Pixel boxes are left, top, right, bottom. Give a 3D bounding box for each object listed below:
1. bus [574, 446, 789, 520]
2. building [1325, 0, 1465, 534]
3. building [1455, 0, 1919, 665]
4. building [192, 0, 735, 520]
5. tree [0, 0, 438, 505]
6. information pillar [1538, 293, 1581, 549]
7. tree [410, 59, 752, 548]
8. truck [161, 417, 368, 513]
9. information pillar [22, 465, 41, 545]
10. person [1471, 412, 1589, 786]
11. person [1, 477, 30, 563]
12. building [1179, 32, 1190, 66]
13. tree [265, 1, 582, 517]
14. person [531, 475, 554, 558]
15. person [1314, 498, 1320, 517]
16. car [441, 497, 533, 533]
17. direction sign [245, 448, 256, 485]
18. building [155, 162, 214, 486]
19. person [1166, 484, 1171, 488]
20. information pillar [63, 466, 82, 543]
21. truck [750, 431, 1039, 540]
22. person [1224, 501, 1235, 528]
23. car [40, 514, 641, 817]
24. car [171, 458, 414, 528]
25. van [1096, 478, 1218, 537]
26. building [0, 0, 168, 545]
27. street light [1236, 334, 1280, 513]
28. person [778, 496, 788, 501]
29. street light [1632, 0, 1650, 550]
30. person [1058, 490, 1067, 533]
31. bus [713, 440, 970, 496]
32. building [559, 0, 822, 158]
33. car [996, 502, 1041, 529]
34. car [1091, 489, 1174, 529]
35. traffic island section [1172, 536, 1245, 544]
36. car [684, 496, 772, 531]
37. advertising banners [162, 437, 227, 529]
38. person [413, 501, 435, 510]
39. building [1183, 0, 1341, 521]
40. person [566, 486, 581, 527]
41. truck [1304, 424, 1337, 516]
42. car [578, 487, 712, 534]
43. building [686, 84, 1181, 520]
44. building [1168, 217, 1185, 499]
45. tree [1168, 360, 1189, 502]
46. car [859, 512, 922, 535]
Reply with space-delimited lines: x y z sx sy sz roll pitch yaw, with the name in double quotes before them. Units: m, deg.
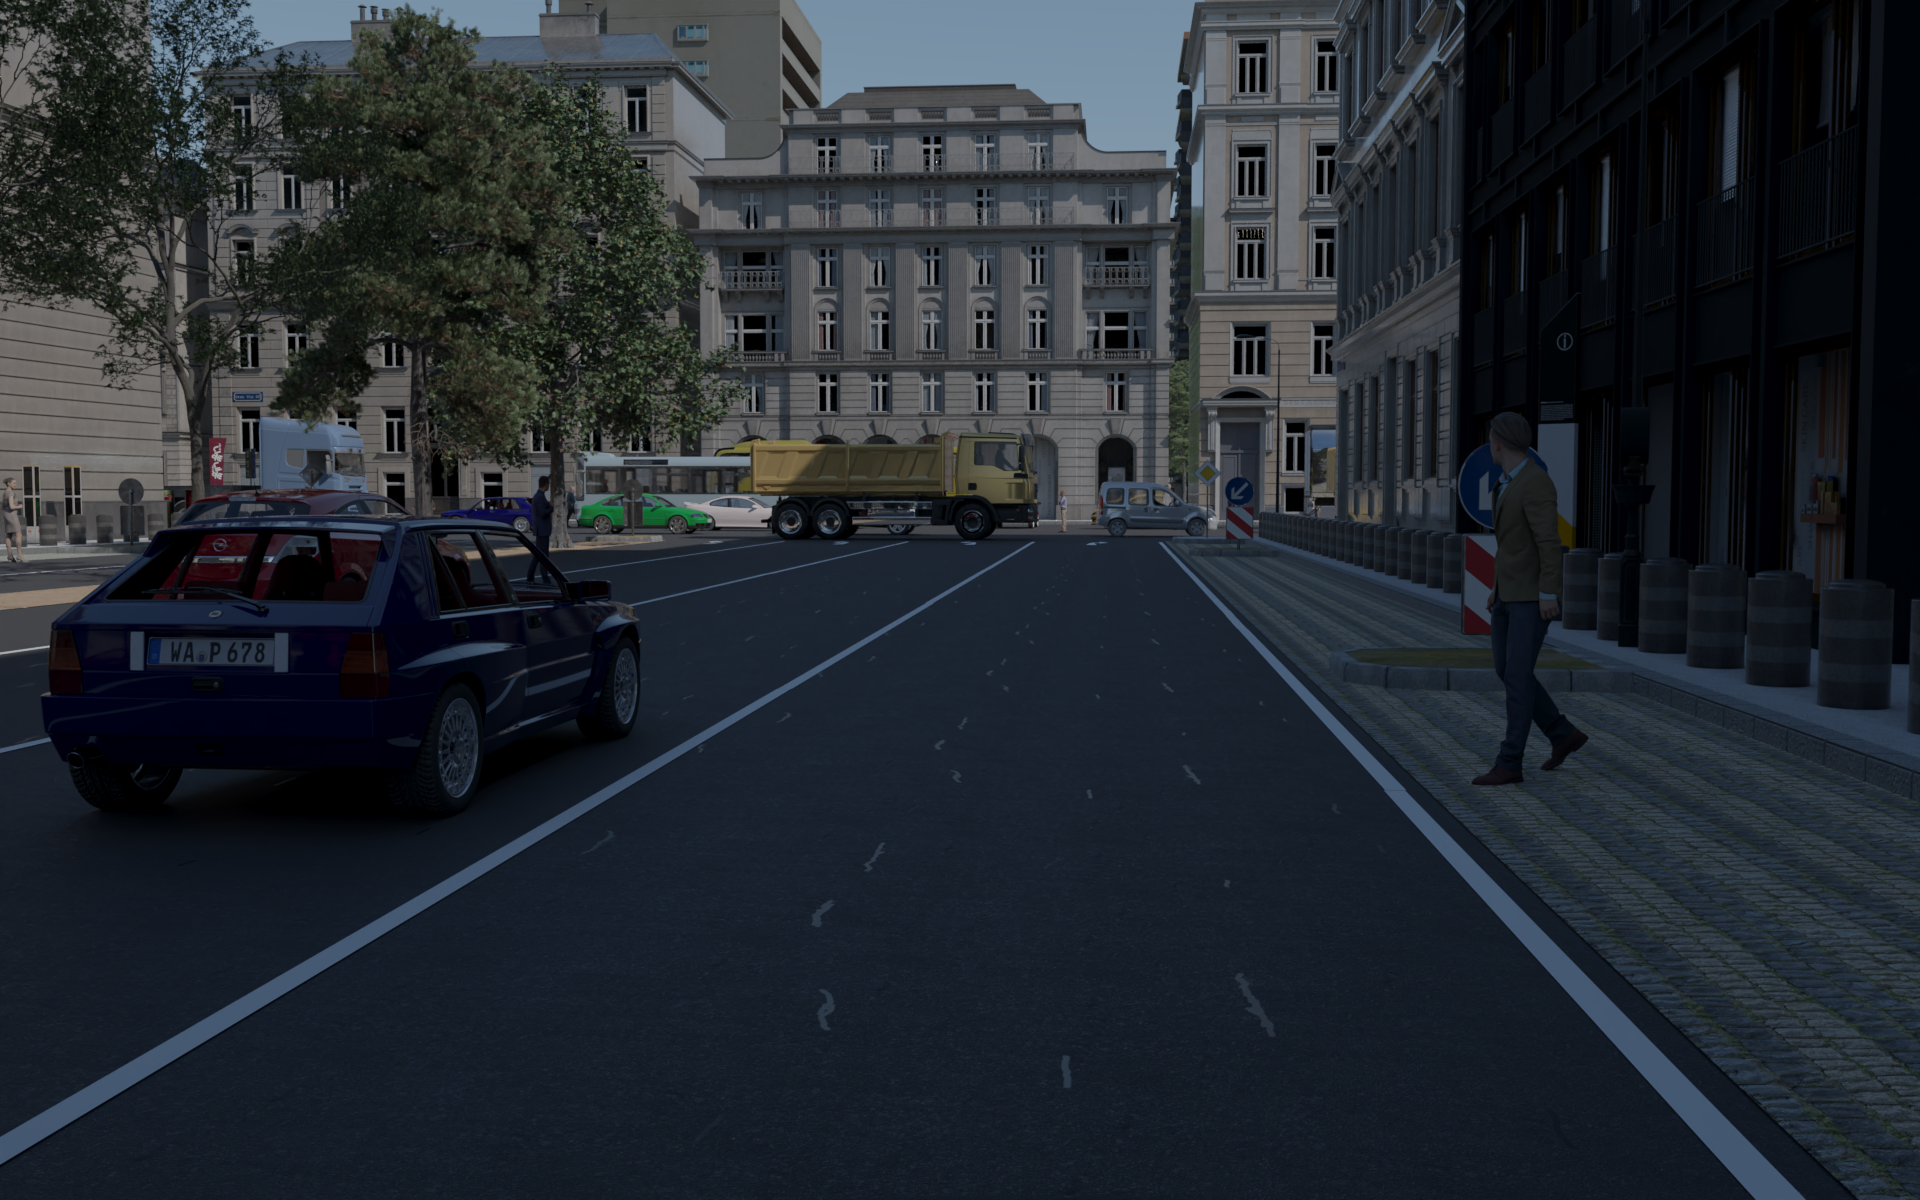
"bus" -10.191 -4.748 72.486 13.247 3.499 2.948 0 4 4
"building" 14.725 -12.352 38.120 11.583 22.565 21.152 0 4 5
"building" 13.640 -11.620 19.661 12.332 23.373 15.834 0 4 5
"building" -25.633 -18.048 92.351 25.104 27.353 12.463 0 4 5
"tree" -12.373 -5.597 28.381 8.767 10.594 7.601 0 4 5
"information pillar" 7.070 -1.779 20.448 0.183 3.616 0.504 -3 5 -40
"tree" -10.655 -7.719 45.670 9.611 12.733 9.660 0 3 0
"truck" -30.012 -4.407 61.812 18.799 4.110 2.967 0 4 4
"information pillar" -23.590 -2.418 44.024 0.304 2.012 0.304 0 4 1
"person" 2.831 -0.017 8.697 0.836 1.842 0.656 -2 4 -30
"person" -19.805 -1.678 36.272 0.599 1.781 0.374 3 5 42
"building" 31.554 -31.108 163.245 22.147 44.769 28.867 0 4 5
"tree" -11.749 -6.910 37.488 6.751 12.117 7.091 0 3 0
"person" -6.307 -1.023 26.152 0.530 1.710 0.541 -1 4 -9
"person" 15.985 -3.965 77.595 0.640 1.303 0.475 1 4 12
"car" -17.322 -3.182 64.599 3.894 1.354 1.945 0 4 7
"direction sign" -35.320 -5.767 86.284 0.876 3.537 0.379 3 4 37
"building" -48.442 -14.005 93.609 19.286 19.102 10.561 0 4 5
"person" 8.219 -3.690 68.715 0.818 1.842 0.514 1 4 22
"information pillar" -23.226 -2.499 45.355 0.304 2.012 0.304 1 4 14
"truck" -1.589 -3.608 54.908 9.791 3.379 3.469 0 4 6
"person" 11.380 -3.934 72.952 0.434 1.807 0.598 0 4 4
"car" -2.934 0.213 9.105 1.945 1.354 3.894 0 4 6
"car" -6.415 -0.519 17.534 2.155 1.783 4.494 0 4 5
"van" 6.652 -3.147 58.464 4.112 2.044 2.013 0 4 4
"building" -36.248 -15.237 46.392 25.104 27.353 12.463 0 4 5
"street light" 8.733 -4.769 50.517 1.470 5.913 1.316 0 4 5
"person" -6.659 -3.454 65.079 0.391 1.810 0.635 0 4 1
"street light" 5.516 -2.627 15.486 1.470 5.913 1.316 0 4 5
"person" 3.824 -3.309 64.666 0.319 1.574 0.516 1 4 19
"bus" -5.713 -5.410 80.008 12.252 3.916 2.896 0 4 4
"building" -24.939 -32.759 159.308 21.300 48.544 21.600 0 4 5
"car" 2.342 -3.933 73.344 2.155 1.783 4.494 0 4 6
"car" 7.354 -3.715 70.971 3.980 1.641 2.015 0 4 7
"traffic island section" 7.263 -1.743 50.775 2.009 0.180 2.903 0 4 5
"car" -8.434 -3.393 67.843 4.827 1.381 2.083 0 4 5
"advertising banners" -23.623 -3.490 53.255 2.074 3.025 0.090 -2 4 -30
"person" -23.322 -4.052 75.298 0.990 1.755 0.434 -2 4 -31
"building" 21.673 -18.473 87.945 20.117 28.700 13.634 0 4 5
"person" -16.743 -4.051 75.134 0.834 1.777 0.661 1 4 12
"truck" 19.784 -4.981 70.357 11.283 4.237 2.839 0 4 6
"car" -11.311 -3.276 62.357 4.718 1.807 1.959 0 4 6
"building" -0.853 -15.208 90.454 24.055 21.916 13.314 0 4 5
"building" 30.163 -34.575 248.898 14.086 41.232 14.154 0 4 5
"tree" 18.644 -13.975 146.625 7.486 12.596 7.792 0 3 0
"car" -3.570 -3.225 61.409 5.304 1.827 2.281 0 4 6
